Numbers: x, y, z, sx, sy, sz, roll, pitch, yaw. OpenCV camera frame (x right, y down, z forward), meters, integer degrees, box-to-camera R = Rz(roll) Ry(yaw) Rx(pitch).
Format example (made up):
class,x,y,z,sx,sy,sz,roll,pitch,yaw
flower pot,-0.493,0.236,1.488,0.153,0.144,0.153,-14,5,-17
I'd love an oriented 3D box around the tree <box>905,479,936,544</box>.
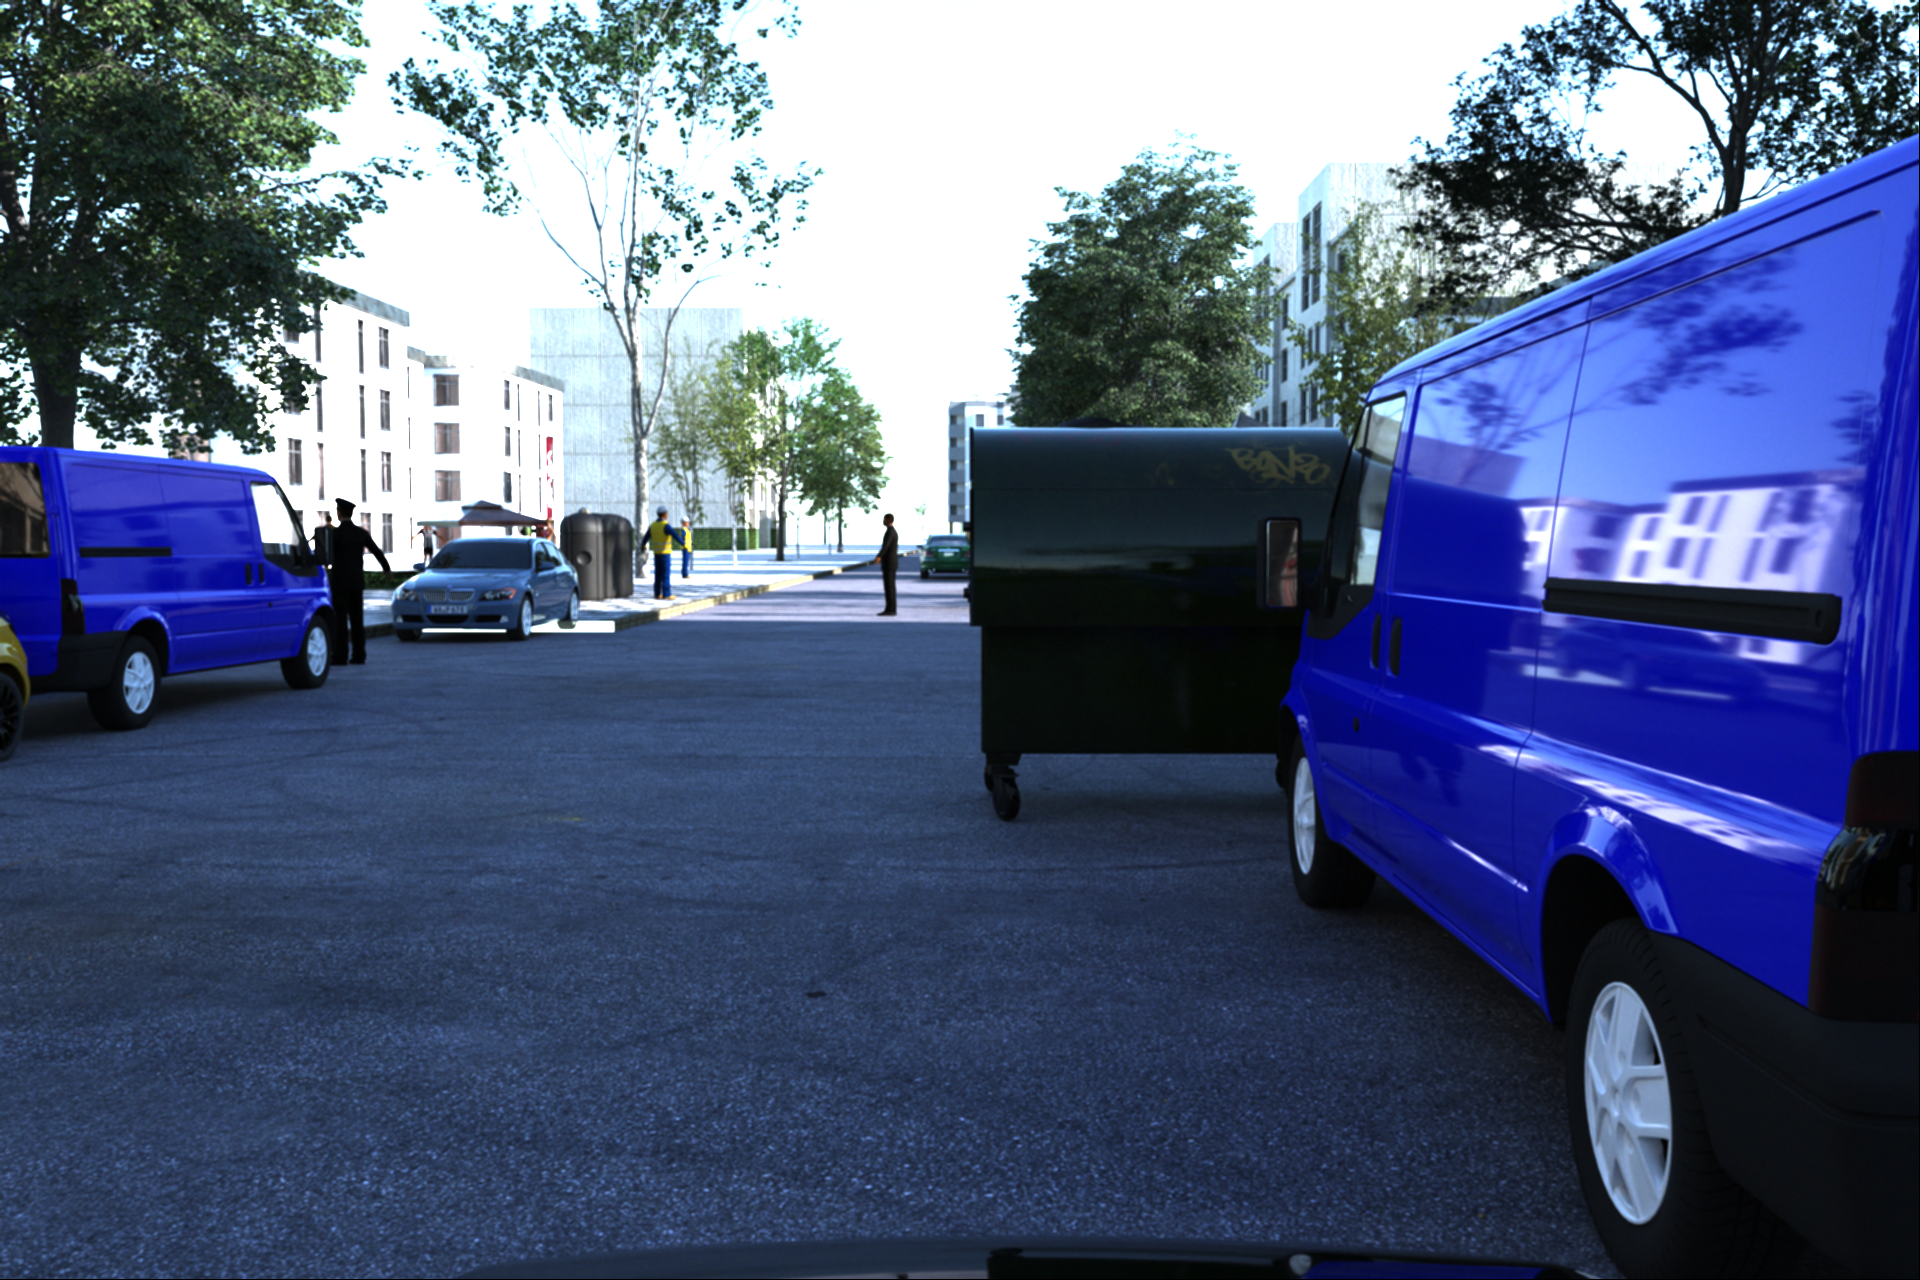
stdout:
class,x,y,z,sx,sy,sz,roll,pitch,yaw
tree,-4.442,-16.593,221.652,4.360,8.622,3.978,0,3,0

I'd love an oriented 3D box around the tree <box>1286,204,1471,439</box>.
class,x,y,z,sx,sy,sz,roll,pitch,yaw
tree,9.279,-5.392,38.524,4.737,8.622,4.395,0,3,0

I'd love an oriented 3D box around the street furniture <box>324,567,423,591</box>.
class,x,y,z,sx,sy,sz,roll,pitch,yaw
street furniture,-14.752,-1.563,41.188,10.072,0.657,5.734,1,4,9

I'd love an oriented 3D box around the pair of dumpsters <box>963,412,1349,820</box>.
class,x,y,z,sx,sy,sz,roll,pitch,yaw
pair of dumpsters,2.233,-0.256,9.139,4.436,2.255,1.574,0,4,0

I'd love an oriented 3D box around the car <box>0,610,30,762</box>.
class,x,y,z,sx,sy,sz,roll,pitch,yaw
car,-6.870,0.047,9.452,2.015,1.641,3.980,0,4,1

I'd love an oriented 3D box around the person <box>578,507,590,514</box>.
class,x,y,z,sx,sy,sz,roll,pitch,yaw
person,-8.133,-1.941,37.504,0.705,1.858,1.354,3,5,45

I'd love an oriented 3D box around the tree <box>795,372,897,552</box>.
class,x,y,z,sx,sy,sz,roll,pitch,yaw
tree,-8.099,-12.467,121.962,7.486,12.596,7.792,0,3,0

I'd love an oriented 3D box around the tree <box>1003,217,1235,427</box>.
class,x,y,z,sx,sy,sz,roll,pitch,yaw
tree,6.628,-9.979,69.817,9.857,13.997,8.962,0,3,0

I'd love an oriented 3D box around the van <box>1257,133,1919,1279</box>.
class,x,y,z,sx,sy,sz,roll,pitch,yaw
van,2.214,-0.032,4.902,2.240,2.365,5.245,0,4,0

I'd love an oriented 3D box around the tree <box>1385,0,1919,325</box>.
class,x,y,z,sx,sy,sz,roll,pitch,yaw
tree,8.328,-5.221,19.768,7.601,10.594,8.767,-1,4,-18

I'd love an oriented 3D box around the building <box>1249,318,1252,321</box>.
class,x,y,z,sx,sy,sz,roll,pitch,yaw
building,27.593,-21.241,178.220,19.493,23.208,18.063,0,4,1

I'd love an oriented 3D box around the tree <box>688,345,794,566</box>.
class,x,y,z,sx,sy,sz,roll,pitch,yaw
tree,-8.717,-7.232,68.599,4.737,8.622,4.395,0,3,0

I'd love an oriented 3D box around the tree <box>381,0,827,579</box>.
class,x,y,z,sx,sy,sz,roll,pitch,yaw
tree,-9.937,-11.744,47.905,12.611,20.169,13.585,0,3,0

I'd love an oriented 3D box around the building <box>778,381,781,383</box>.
class,x,y,z,sx,sy,sz,roll,pitch,yaw
building,-23.929,-19.157,169.633,16.016,20.090,11.380,0,4,1

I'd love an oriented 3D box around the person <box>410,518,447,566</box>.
class,x,y,z,sx,sy,sz,roll,pitch,yaw
person,-18.026,-3.214,58.686,1.345,1.843,0.704,-3,5,-40

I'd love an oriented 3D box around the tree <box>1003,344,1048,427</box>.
class,x,y,z,sx,sy,sz,roll,pitch,yaw
tree,7.184,-12.142,105.176,9.857,13.997,8.962,0,3,0

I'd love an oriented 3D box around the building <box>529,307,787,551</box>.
class,x,y,z,sx,sy,sz,roll,pitch,yaw
building,-25.111,-17.393,150.838,16.747,18.905,31.486,0,3,0

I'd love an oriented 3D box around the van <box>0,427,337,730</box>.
class,x,y,z,sx,sy,sz,roll,pitch,yaw
van,-6.907,-0.608,14.324,2.240,2.365,5.245,0,4,1

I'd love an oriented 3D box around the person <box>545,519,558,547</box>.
class,x,y,z,sx,sy,sz,roll,pitch,yaw
person,-11.782,-2.595,49.228,1.217,1.733,0.721,3,5,42

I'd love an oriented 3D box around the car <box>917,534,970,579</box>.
class,x,y,z,sx,sy,sz,roll,pitch,yaw
car,-0.371,-2.749,56.741,2.131,1.459,4.920,0,4,0

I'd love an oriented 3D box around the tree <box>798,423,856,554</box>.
class,x,y,z,sx,sy,sz,roll,pitch,yaw
tree,-8.345,-9.774,110.169,4.737,8.622,4.395,0,3,0

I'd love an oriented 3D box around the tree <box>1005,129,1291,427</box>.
class,x,y,z,sx,sy,sz,roll,pitch,yaw
tree,5.825,-9.147,56.216,9.857,13.997,8.962,0,3,0

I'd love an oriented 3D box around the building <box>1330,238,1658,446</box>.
class,x,y,z,sx,sy,sz,roll,pitch,yaw
building,20.419,-7.299,61.488,9.099,9.664,28.070,0,4,1

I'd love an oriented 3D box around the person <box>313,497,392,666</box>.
class,x,y,z,sx,sy,sz,roll,pitch,yaw
person,-6.742,-0.648,18.992,0.705,1.837,1.347,2,4,33

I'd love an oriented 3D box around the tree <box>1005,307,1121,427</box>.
class,x,y,z,sx,sy,sz,roll,pitch,yaw
tree,5.855,-10.033,82.166,7.486,12.596,7.792,0,3,0

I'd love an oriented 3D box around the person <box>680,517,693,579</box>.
class,x,y,z,sx,sy,sz,roll,pitch,yaw
person,-7.827,-2.657,49.898,0.721,1.772,1.216,0,4,-2

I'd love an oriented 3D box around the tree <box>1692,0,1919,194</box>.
class,x,y,z,sx,sy,sz,roll,pitch,yaw
tree,21.141,-10.970,35.247,12.611,20.169,13.585,0,3,0

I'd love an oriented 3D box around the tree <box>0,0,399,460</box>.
class,x,y,z,sx,sy,sz,roll,pitch,yaw
tree,-12.823,-7.182,24.079,9.857,13.997,8.962,0,3,0

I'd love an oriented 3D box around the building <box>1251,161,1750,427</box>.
class,x,y,z,sx,sy,sz,roll,pitch,yaw
building,26.011,-13.732,90.983,16.747,18.905,31.486,0,4,1

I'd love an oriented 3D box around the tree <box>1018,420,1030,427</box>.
class,x,y,z,sx,sy,sz,roll,pitch,yaw
tree,6.327,-9.803,94.694,8.767,10.594,7.601,0,4,5

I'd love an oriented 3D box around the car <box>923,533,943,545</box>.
class,x,y,z,sx,sy,sz,roll,pitch,yaw
car,-1.676,-7.078,125.320,1.945,1.707,3.694,0,4,1

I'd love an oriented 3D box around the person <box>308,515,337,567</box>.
class,x,y,z,sx,sy,sz,roll,pitch,yaw
person,-17.673,-2.595,48.574,1.346,1.812,0.704,-2,4,-28

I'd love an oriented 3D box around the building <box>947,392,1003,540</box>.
class,x,y,z,sx,sy,sz,roll,pitch,yaw
building,-1.280,-22.178,221.494,11.380,20.090,16.016,0,4,-5

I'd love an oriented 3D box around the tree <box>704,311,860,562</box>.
class,x,y,z,sx,sy,sz,roll,pitch,yaw
tree,-8.254,-9.455,80.345,9.928,11.665,9.643,0,3,0

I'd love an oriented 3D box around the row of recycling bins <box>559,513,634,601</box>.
class,x,y,z,sx,sy,sz,roll,pitch,yaw
row of recycling bins,-7.223,-1.688,34.719,1.069,1.692,3.534,0,4,1

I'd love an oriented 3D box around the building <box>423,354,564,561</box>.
class,x,y,z,sx,sy,sz,roll,pitch,yaw
building,-26.239,-9.357,95.128,9.099,9.664,28.070,0,4,1

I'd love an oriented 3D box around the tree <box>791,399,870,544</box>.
class,x,y,z,sx,sy,sz,roll,pitch,yaw
tree,-16.497,-22.554,224.642,12.611,20.169,13.585,0,3,0

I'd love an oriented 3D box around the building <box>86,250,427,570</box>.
class,x,y,z,sx,sy,sz,roll,pitch,yaw
building,-25.255,-7.541,65.449,9.099,9.664,28.070,0,4,0

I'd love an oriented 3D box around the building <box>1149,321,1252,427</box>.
class,x,y,z,sx,sy,sz,roll,pitch,yaw
building,25.847,-17.495,152.501,16.747,18.905,31.486,0,4,1

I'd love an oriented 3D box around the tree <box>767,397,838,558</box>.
class,x,y,z,sx,sy,sz,roll,pitch,yaw
tree,-8.665,-8.723,92.991,4.737,8.622,4.395,0,3,0

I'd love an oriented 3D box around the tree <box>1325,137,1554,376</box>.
class,x,y,z,sx,sy,sz,roll,pitch,yaw
tree,8.627,-5.055,33.004,4.360,8.622,3.978,0,3,0

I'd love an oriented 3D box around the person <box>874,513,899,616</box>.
class,x,y,z,sx,sy,sz,roll,pitch,yaw
person,-1.269,-1.332,30.465,0.704,1.802,1.346,1,4,9

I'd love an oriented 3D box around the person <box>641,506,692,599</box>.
class,x,y,z,sx,sy,sz,roll,pitch,yaw
person,-5.850,-1.725,34.165,1.349,1.833,0.705,2,4,35

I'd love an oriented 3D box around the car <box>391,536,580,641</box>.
class,x,y,z,sx,sy,sz,roll,pitch,yaw
car,-6.672,-0.783,24.808,2.014,1.417,4.499,0,4,1

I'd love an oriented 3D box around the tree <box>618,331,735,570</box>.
class,x,y,z,sx,sy,sz,roll,pitch,yaw
tree,-9.497,-6.843,62.240,4.360,8.622,3.978,0,3,0

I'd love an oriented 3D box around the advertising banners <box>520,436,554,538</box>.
class,x,y,z,sx,sy,sz,roll,pitch,yaw
advertising banners,-7.388,-2.093,30.402,0.090,3.025,2.074,0,4,2
